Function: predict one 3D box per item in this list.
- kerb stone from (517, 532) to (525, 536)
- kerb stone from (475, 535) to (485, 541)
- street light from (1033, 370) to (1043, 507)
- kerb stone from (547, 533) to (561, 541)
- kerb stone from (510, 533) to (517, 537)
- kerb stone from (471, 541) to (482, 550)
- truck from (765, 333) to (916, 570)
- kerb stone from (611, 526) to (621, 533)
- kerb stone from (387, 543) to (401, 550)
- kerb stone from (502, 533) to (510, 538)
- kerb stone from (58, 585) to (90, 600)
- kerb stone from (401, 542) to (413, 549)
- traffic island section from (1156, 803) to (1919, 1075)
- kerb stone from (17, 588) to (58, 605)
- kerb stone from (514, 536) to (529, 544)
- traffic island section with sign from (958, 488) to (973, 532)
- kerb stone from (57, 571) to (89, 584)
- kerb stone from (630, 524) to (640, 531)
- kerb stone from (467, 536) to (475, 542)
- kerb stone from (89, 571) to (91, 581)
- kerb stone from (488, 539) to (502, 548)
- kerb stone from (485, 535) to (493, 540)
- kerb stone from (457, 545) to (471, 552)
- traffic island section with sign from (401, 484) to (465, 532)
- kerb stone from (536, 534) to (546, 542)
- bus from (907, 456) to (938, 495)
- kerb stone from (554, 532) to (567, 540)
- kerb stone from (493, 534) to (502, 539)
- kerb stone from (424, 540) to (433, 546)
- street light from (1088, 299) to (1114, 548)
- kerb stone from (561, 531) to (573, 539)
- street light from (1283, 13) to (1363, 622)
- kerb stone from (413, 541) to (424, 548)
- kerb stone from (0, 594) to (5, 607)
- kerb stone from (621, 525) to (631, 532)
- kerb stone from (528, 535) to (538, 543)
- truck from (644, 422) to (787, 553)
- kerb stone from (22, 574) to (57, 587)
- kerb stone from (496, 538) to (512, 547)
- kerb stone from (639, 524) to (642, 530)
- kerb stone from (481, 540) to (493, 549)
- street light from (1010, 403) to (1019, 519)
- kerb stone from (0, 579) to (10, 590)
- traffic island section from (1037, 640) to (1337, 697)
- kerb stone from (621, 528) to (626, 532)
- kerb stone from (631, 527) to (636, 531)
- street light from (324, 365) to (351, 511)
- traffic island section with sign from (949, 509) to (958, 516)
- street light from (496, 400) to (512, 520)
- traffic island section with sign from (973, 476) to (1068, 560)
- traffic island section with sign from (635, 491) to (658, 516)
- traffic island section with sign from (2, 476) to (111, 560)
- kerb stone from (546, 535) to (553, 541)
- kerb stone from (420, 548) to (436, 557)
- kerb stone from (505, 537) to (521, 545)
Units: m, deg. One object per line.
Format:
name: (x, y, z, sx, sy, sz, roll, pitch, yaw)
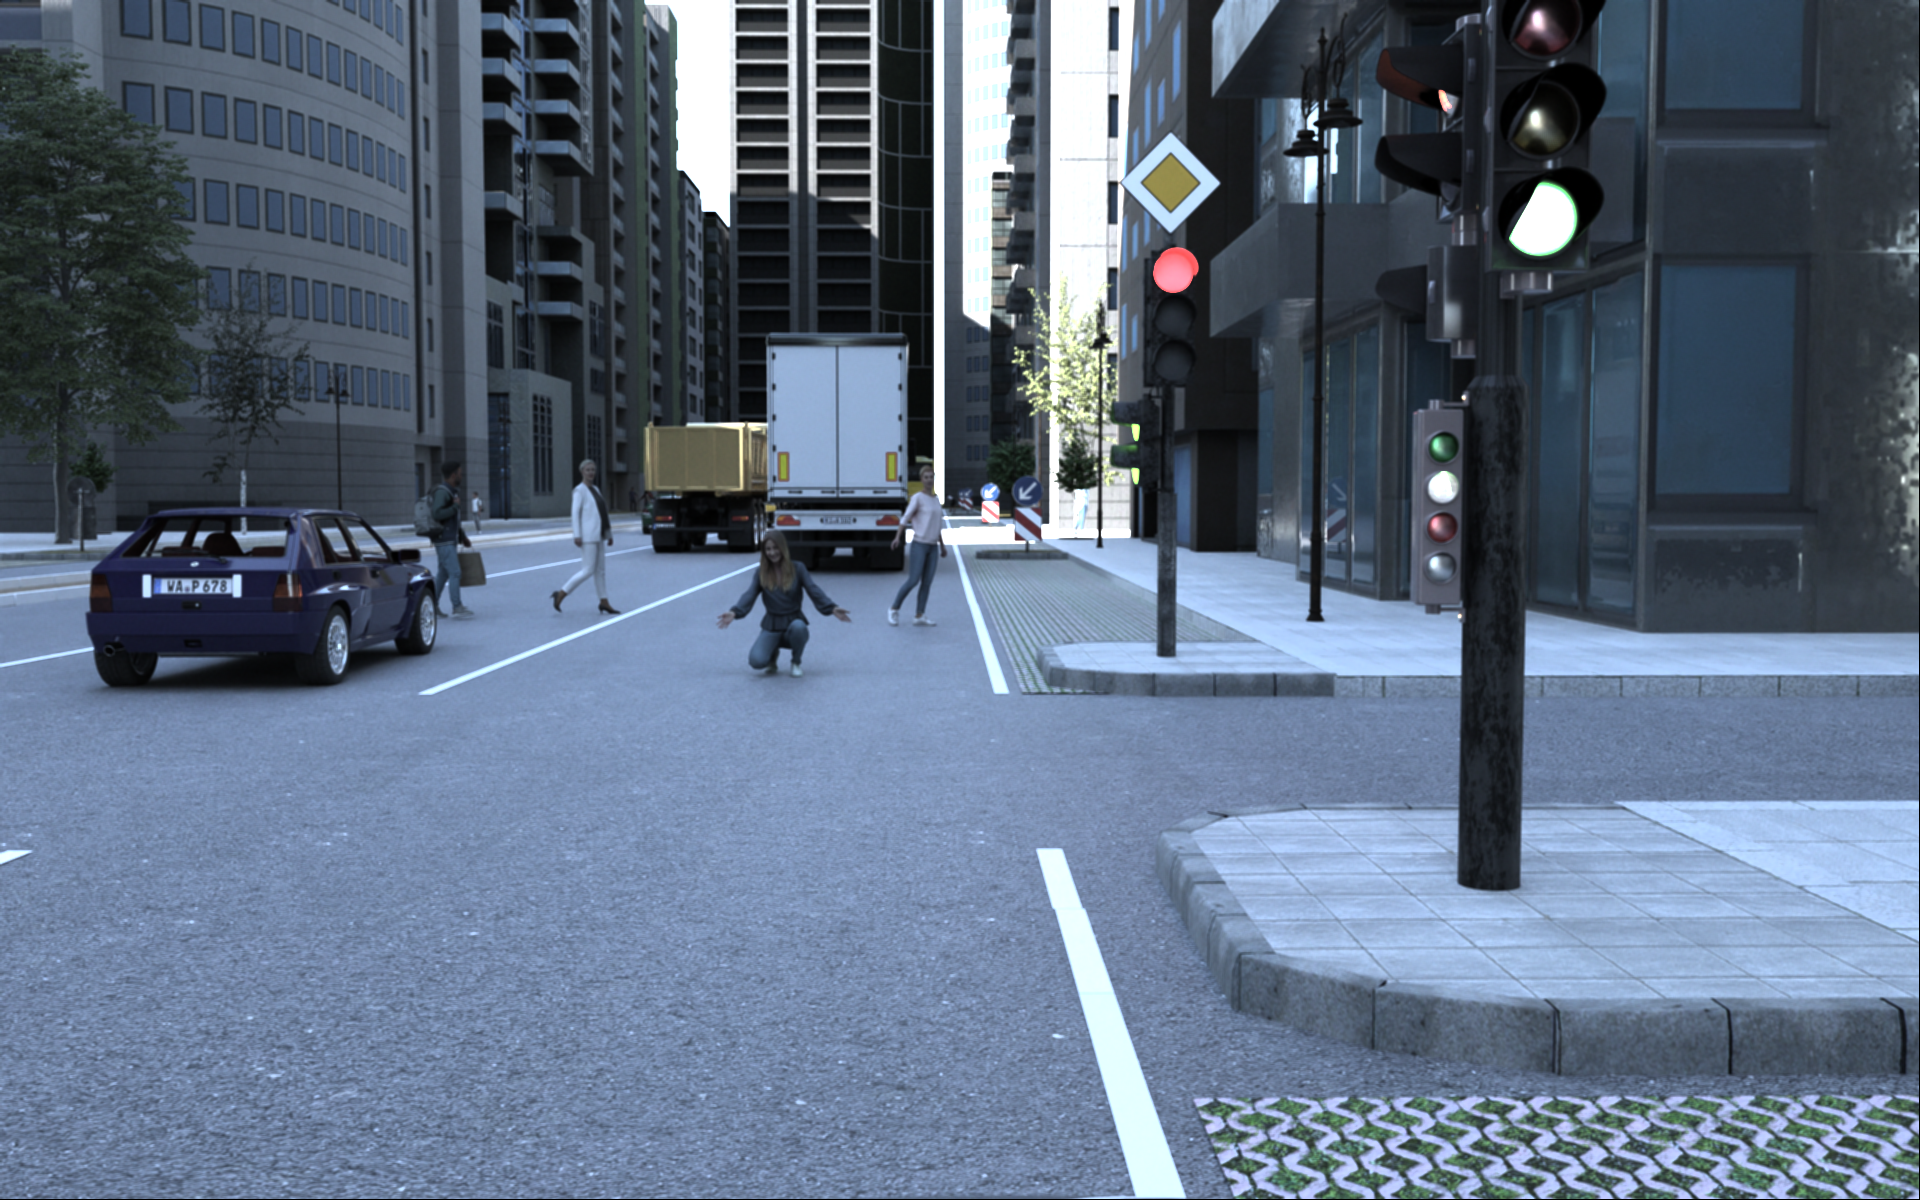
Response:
kerb stone: (-14.747, -2.160, 57.642, 0.120, 0.150, 1.000, 0, 4, -1)
kerb stone: (-14.679, -1.853, 52.488, 0.120, 0.150, 1.000, 0, 4, -1)
street light: (2.985, -5.624, 64.736, 0.468, 5.910, 1.993, 0, 4, -1)
kerb stone: (-12.594, -1.913, 53.524, 0.120, 0.150, 1.000, 0, 4, -1)
kerb stone: (-14.737, -2.105, 56.615, 0.120, 0.150, 1.000, 0, 4, -1)
kerb stone: (-12.474, -1.352, 44.303, 0.120, 0.150, 1.000, 0, 4, -1)
truck: (-2.311, -2.870, 35.834, 2.839, 4.237, 11.283, 0, 4, -2)
kerb stone: (-12.718, -2.541, 63.767, 0.120, 0.150, 1.000, 0, 4, -1)
kerb stone: (-14.580, -1.351, 44.292, 0.120, 0.150, 1.000, 0, 4, -1)
kerb stone: (-14.710, -2.042, 55.577, 0.120, 0.150, 1.000, 0, 4, -1)
kerb stone: (-12.224, -0.098, 23.802, 0.120, 0.150, 1.000, 0, 4, -1)
kerb stone: (-14.594, -1.414, 45.314, 0.120, 0.150, 1.000, 0, 4, -1)
traffic island section: (1.752, 1.013, 5.717, 2.009, 0.180, 2.903, 0, 4, -1)
kerb stone: (-12.208, -0.036, 22.779, 0.120, 0.150, 1.000, 0, 4, -1)
kerb stone: (-12.545, -1.666, 49.429, 0.120, 0.150, 1.000, 0, 4, -1)
traffic island section with sign: (1.015, -3.473, 65.405, 1.989, 1.847, 2.006, 0, 4, -1)
kerb stone: (-14.379, -0.348, 27.882, 0.120, 0.150, 1.000, 0, 4, -1)
kerb stone: (-12.773, -2.795, 67.889, 0.120, 0.150, 1.000, 0, 4, -1)
kerb stone: (-14.670, -1.785, 51.465, 0.120, 0.150, 1.000, 0, 4, -1)
kerb stone: (-14.385, -0.410, 28.905, 0.120, 0.150, 1.000, 0, 4, -1)
kerb stone: (-12.505, -1.478, 46.358, 0.120, 0.150, 1.000, 0, 4, -1)
kerb stone: (-14.693, -1.915, 53.517, 0.120, 0.150, 1.000, 0, 4, -1)
kerb stone: (-12.468, -1.289, 43.275, 0.120, 0.150, 1.000, 0, 4, -1)
traffic island section with sign: (-19.904, -3.485, 65.601, 1.989, 1.847, 2.006, 0, 4, -1)
kerb stone: (-12.566, -1.791, 51.476, 0.120, 0.150, 1.000, 0, 4, -1)
bus: (-2.864, -7.352, 111.749, 2.896, 3.916, 12.252, 0, 4, -1)
kerb stone: (-12.611, -1.979, 54.546, 0.120, 0.150, 1.000, 0, 4, -1)
kerb stone: (-14.700, -1.971, 54.552, 0.120, 0.150, 1.000, 0, 4, -1)
kerb stone: (-14.626, -1.535, 47.361, 0.120, 0.150, 1.000, 0, 4, -1)
street light: (3.343, -4.187, 41.251, 0.468, 5.910, 1.993, 0, 4, -1)
kerb stone: (-12.621, -2.041, 55.568, 0.120, 0.150, 1.000, 0, 4, -1)
street light: (3.588, -2.724, 17.318, 0.468, 5.910, 1.993, 0, 4, -1)
kerb stone: (-14.607, -1.476, 46.336, 0.120, 0.150, 1.000, 0, 4, -1)
kerb stone: (-12.206, 0.030, 21.752, 0.120, 0.150, 1.000, 0, 4, -1)
kerb stone: (-12.748, -2.669, 65.826, 0.120, 0.150, 1.000, 0, 4, -1)
kerb stone: (-12.552, -1.728, 50.454, 0.120, 0.150, 1.000, 0, 4, -1)
truck: (-6.224, -3.063, 46.001, 3.469, 3.379, 9.791, 0, 4, 0)
kerb stone: (-14.369, -0.285, 26.860, 0.120, 0.150, 1.000, 0, 4, -1)
kerb stone: (-12.519, -1.541, 47.385, 0.120, 0.150, 1.000, 0, 4, -1)
kerb stone: (-12.775, -2.857, 68.911, 0.120, 0.150, 1.000, 0, 4, -1)
kerb stone: (-12.487, -1.415, 45.325, 0.120, 0.150, 1.000, 0, 4, -1)
street light: (2.782, -7.071, 88.402, 0.468, 5.910, 1.993, 0, 4, -1)
kerb stone: (-14.355, -0.221, 25.829, 0.120, 0.150, 1.000, 0, 4, -1)
traffic island section: (1.654, 0.525, 13.701, 2.009, 0.180, 2.903, 0, 4, -1)
kerb stone: (-12.739, -2.604, 64.800, 0.120, 0.150, 1.000, 0, 4, -1)
kerb stone: (-12.749, -2.732, 66.856, 0.120, 0.150, 1.000, 0, 4, -1)
street light: (-22.200, -5.450, 61.898, 0.468, 5.910, 1.993, 0, 4, -1)
traffic island section with sign: (0.407, -6.533, 115.448, 1.989, 1.847, 2.006, 0, 4, -1)
street light: (-22.457, -6.896, 85.533, 0.468, 5.910, 1.993, 0, 4, -1)
traffic island section with sign: (1.358, -1.824, 38.452, 1.989, 1.847, 2.006, 0, 4, -1)
traffic island section with sign: (-20.522, -6.543, 115.609, 1.989, 1.847, 2.006, 0, 4, -1)
traffic island section with sign: (-19.558, -1.800, 38.051, 1.989, 1.847, 2.006, 0, 4, -1)
kerb stone: (-12.588, -1.852, 52.499, 0.120, 0.150, 1.000, 0, 4, -1)
kerb stone: (-12.421, -1.101, 40.191, 0.120, 0.150, 1.000, 0, 4, -1)
kerb stone: (-12.536, -1.603, 48.407, 0.120, 0.150, 1.000, 0, 4, -1)
